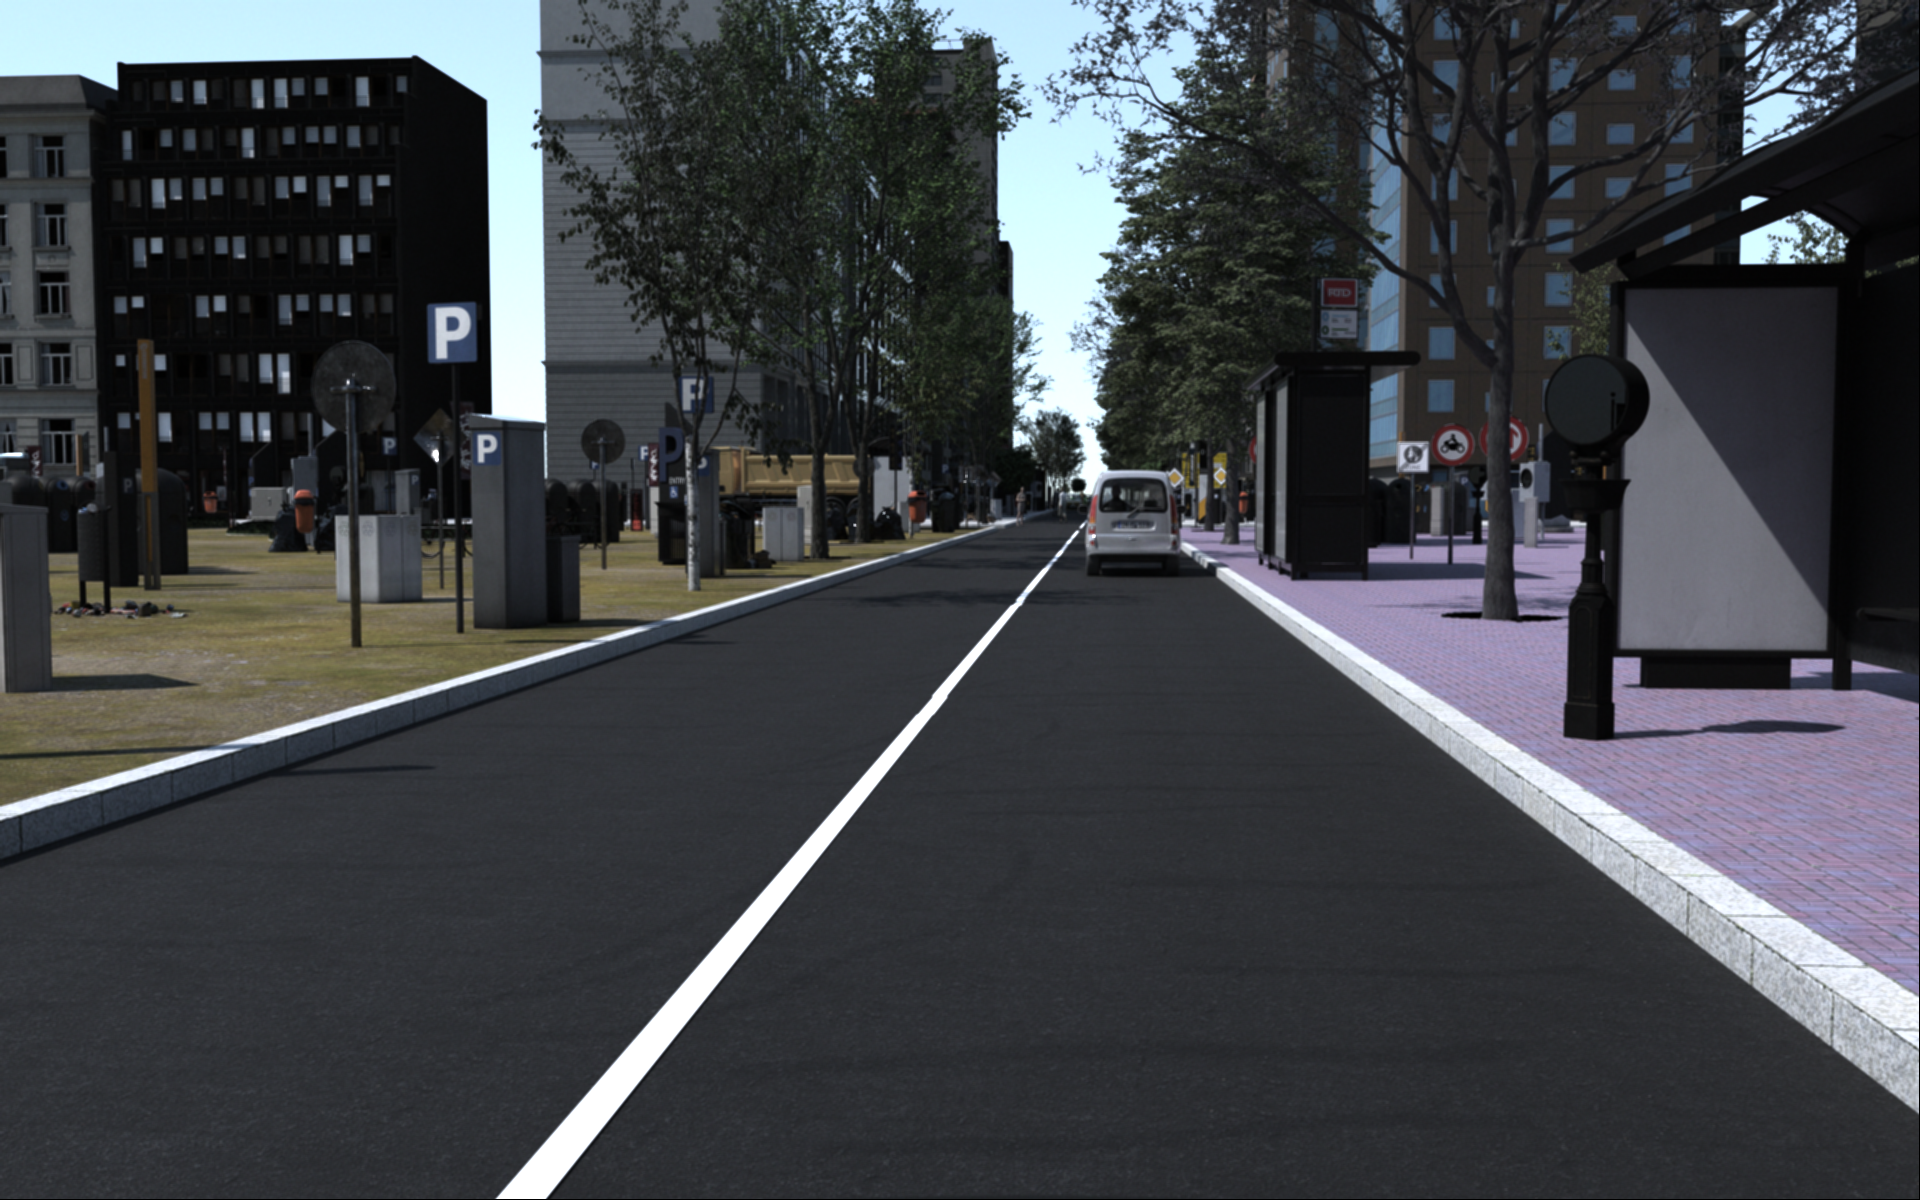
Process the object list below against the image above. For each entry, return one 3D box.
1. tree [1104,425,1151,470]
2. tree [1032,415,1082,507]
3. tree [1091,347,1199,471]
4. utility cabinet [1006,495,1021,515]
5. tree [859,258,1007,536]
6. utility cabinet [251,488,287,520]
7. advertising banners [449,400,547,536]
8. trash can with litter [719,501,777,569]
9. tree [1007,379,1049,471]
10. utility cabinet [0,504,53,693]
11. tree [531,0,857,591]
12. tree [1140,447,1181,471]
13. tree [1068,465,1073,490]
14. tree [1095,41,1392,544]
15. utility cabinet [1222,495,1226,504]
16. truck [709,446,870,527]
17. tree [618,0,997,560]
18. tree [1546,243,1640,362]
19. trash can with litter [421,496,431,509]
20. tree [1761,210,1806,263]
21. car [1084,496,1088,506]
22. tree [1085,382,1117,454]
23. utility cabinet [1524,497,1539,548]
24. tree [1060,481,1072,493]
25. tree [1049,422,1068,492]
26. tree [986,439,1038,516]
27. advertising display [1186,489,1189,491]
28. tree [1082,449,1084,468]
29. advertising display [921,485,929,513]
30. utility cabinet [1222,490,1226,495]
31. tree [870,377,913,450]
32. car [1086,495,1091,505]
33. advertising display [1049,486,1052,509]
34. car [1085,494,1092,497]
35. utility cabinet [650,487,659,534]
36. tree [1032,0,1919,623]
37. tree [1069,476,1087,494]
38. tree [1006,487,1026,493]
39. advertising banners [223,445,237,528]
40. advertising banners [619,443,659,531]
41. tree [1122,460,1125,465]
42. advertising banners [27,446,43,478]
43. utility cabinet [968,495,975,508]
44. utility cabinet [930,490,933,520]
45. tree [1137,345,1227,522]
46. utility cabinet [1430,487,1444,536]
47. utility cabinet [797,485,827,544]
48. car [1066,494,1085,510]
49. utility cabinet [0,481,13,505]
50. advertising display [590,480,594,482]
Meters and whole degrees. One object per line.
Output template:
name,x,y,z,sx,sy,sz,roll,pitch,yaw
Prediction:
tree,21.426,-16.669,206.946,8.767,10.594,7.601,-1,4,-12
tree,8.331,-12.838,160.263,4.360,8.622,3.978,0,3,0
tree,14.283,-13.620,129.339,9.857,13.997,8.962,0,3,0
utility cabinet,3.406,-5.929,108.097,1.020,1.237,0.306,1,4,14
tree,-1.258,-6.296,53.300,4.737,8.622,4.395,0,3,0
utility cabinet,-23.924,-3.137,59.970,1.173,1.500,0.318,1,4,9
advertising banners,-8.835,-2.263,33.195,0.090,3.025,2.074,3,5,43
trash can with litter,-3.721,-1.127,29.806,1.055,1.170,0.624,-3,5,-44
tree,1.543,-8.851,95.074,4.737,8.622,4.395,0,3,0
utility cabinet,-6.379,-0.025,11.567,0.306,1.237,1.020,-3,5,-44
tree,-3.470,-4.413,22.515,4.360,8.622,3.978,0,3,0
tree,13.662,-8.079,115.806,4.285,4.588,4.351,0,3,0
tree,13.909,-17.628,238.586,4.737,8.622,4.395,0,3,0
tree,7.116,-7.718,44.315,7.486,12.596,7.792,0,3,0
utility cabinet,12.419,-4.276,81.070,1.020,1.237,0.306,1,4,13
truck,-7.381,-4.564,70.543,9.791,3.379,3.469,0,4,5
tree,-2.656,-6.621,34.011,9.928,11.665,9.643,0,3,0
tree,19.013,-6.113,50.315,4.737,8.622,4.395,0,3,0
trash can with litter,-16.825,-2.702,55.241,1.678,1.210,2.233,0,4,-2
tree,18.881,-5.387,38.440,4.737,8.622,4.395,0,3,0
car,12.333,-10.429,179.313,1.959,1.807,4.718,0,4,7
tree,27.194,-26.437,288.131,12.611,20.169,13.585,0,3,0
utility cabinet,13.759,-1.869,41.727,0.306,1.237,1.020,1,4,20
tree,15.331,-15.582,249.368,1.663,3.219,1.824,0,3,0
tree,7.624,-13.316,168.072,4.737,8.622,4.395,0,3,0
tree,3.084,-7.220,101.757,4.285,4.588,4.351,0,3,0
advertising display,19.149,-8.569,145.317,0.123,1.923,0.974,-3,5,-39
tree,13.303,-16.236,215.816,4.360,8.622,3.978,0,3,0
advertising display,-2.378,-6.959,118.997,0.123,1.923,0.974,2,4,27
utility cabinet,12.872,-4.664,84.929,0.318,1.500,1.173,3,5,39
tree,-4.766,-9.303,102.465,4.360,8.622,3.978,0,3,0
car,14.250,-11.305,197.423,1.945,1.354,3.894,0,4,3
advertising display,7.555,-8.542,144.879,0.123,1.923,0.974,1,4,11
car,16.402,-12.895,221.061,2.015,1.641,3.980,0,4,4
utility cabinet,-9.207,-2.783,54.174,1.173,1.500,0.318,3,5,43
tree,5.397,-6.543,17.347,12.009,13.543,11.850,0,3,0
tree,20.750,-19.643,304.871,4.285,4.588,4.351,0,3,0
tree,3.455,-7.053,109.919,1.663,3.219,1.824,0,3,0
advertising banners,-26.340,-4.054,62.472,0.090,3.025,2.074,-1,4,-12
advertising banners,-11.175,-3.884,59.688,2.074,3.025,0.090,1,4,23
tree,23.385,-17.237,232.184,4.737,8.622,4.395,0,3,0
advertising banners,-32.573,-4.057,62.513,2.074,3.025,0.090,0,4,-3
utility cabinet,1.034,-7.631,135.931,1.020,1.237,0.306,-3,5,-42
utility cabinet,-1.292,-4.613,84.094,0.318,1.500,1.173,0,4,-2
tree,10.448,-7.937,80.136,4.360,8.622,3.978,0,3,0
utility cabinet,14.574,-2.706,52.921,0.318,1.500,1.173,1,4,20
utility cabinet,-3.759,-2.146,43.763,0.318,1.500,1.173,-2,4,-29
car,9.121,-7.931,139.891,2.015,1.641,3.980,0,4,3
utility cabinet,-15.974,-1.191,28.158,1.173,1.500,0.318,1,4,15
advertising display,-15.986,-4.392,77.017,0.974,1.923,0.123,-3,5,-39
